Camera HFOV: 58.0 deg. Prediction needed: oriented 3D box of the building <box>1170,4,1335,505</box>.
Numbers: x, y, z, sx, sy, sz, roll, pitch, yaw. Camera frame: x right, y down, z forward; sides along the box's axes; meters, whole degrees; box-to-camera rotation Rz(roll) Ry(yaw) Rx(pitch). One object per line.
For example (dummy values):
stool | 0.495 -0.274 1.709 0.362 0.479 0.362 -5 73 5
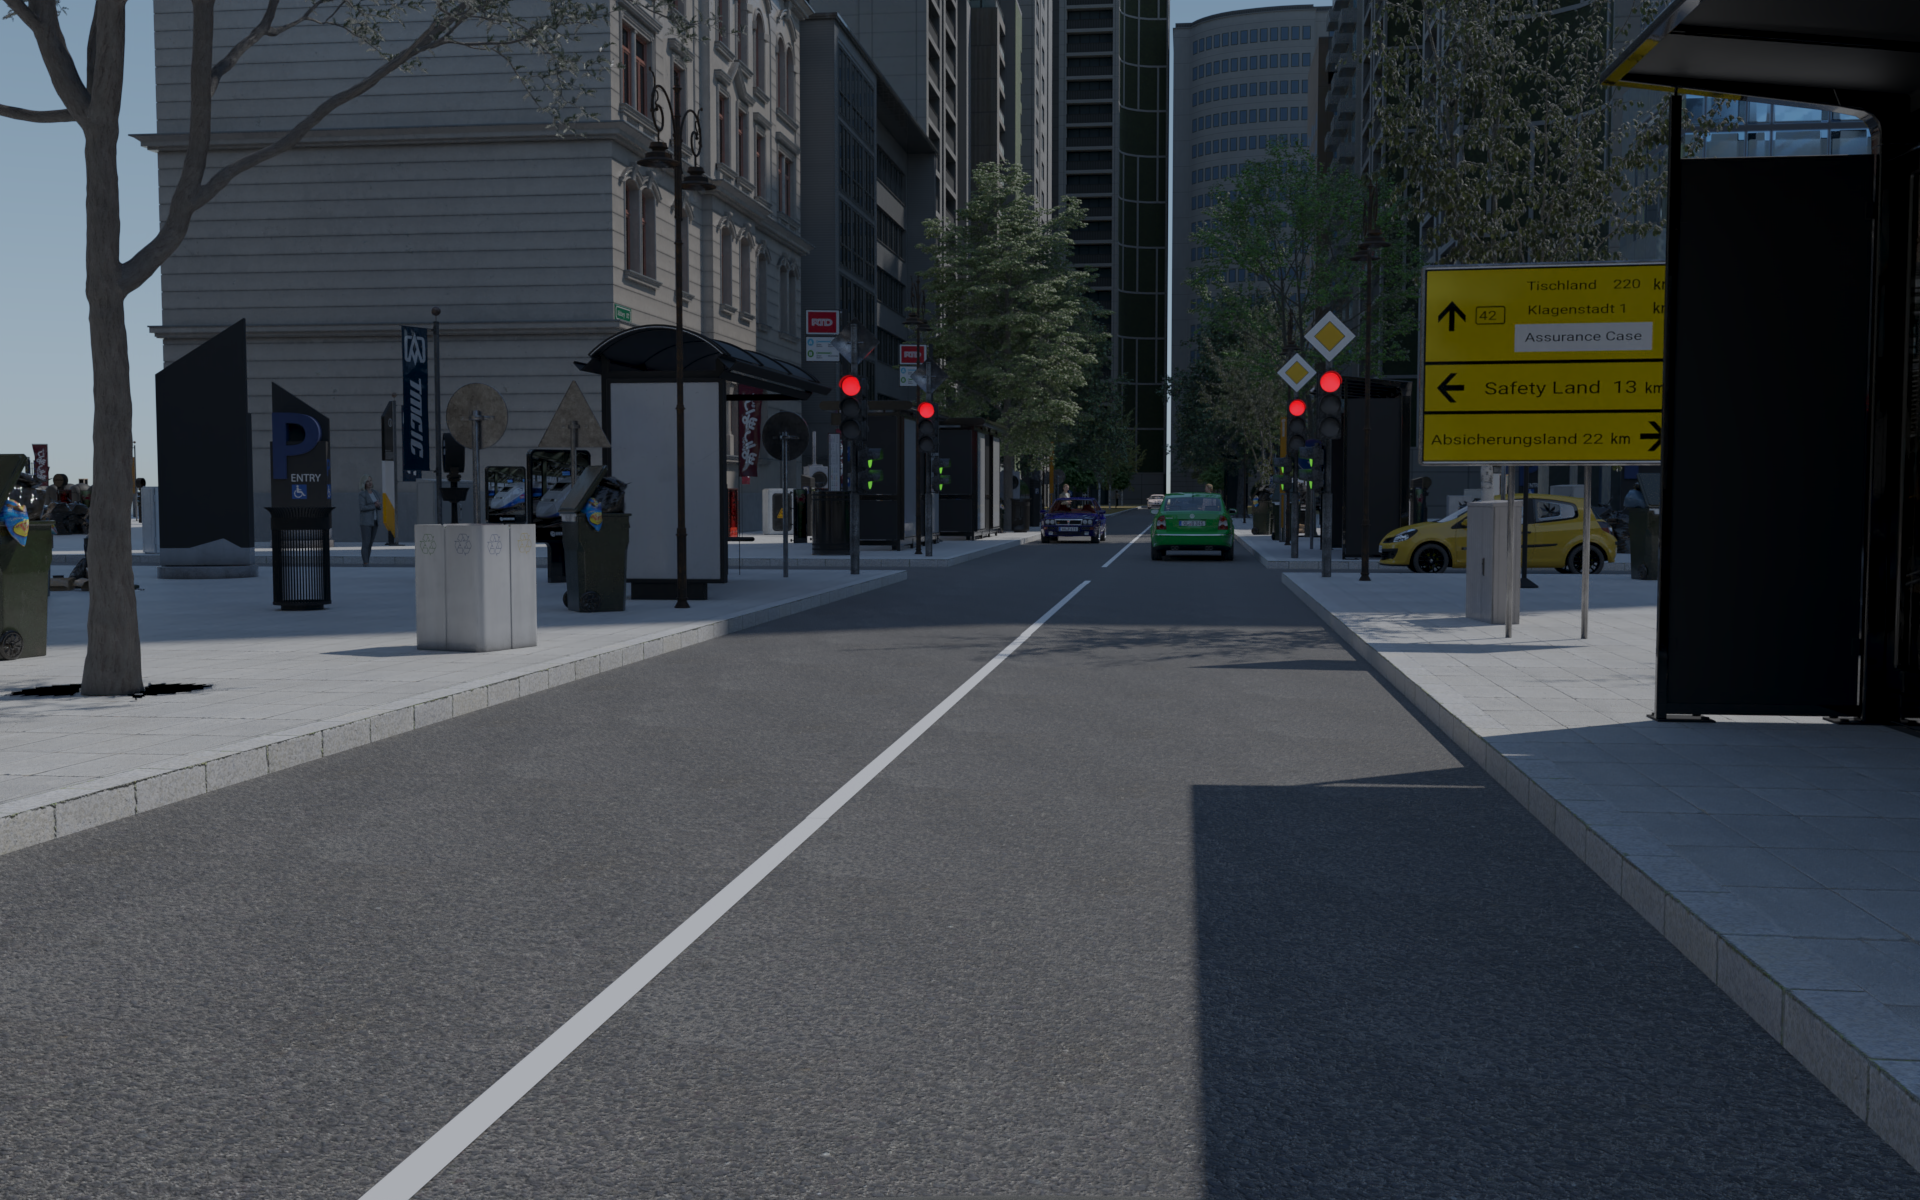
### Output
building | 39.625 -40.753 208.315 28.212 58.520 21.231 0 4 7

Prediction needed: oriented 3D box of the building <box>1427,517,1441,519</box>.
building | 34.055 -39.930 91.102 20.563 71.187 20.611 0 4 7

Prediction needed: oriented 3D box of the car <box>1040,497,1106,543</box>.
car | 3.405 -2.391 51.672 1.945 1.354 3.894 1 4 9

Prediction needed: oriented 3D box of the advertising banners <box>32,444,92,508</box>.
advertising banners | -31.168 -3.922 60.306 2.074 3.025 0.090 -1 4 -9

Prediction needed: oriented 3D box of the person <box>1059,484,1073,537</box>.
person | 3.560 -2.985 57.858 0.362 1.759 0.519 3 5 45

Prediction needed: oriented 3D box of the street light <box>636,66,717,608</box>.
street light | -3.130 -2.847 19.338 0.468 5.910 1.993 0 4 7

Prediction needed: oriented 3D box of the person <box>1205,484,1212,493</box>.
person | 7.655 -2.704 53.381 0.731 1.740 0.598 3 5 40

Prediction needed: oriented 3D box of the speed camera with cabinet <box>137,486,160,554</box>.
speed camera with cabinet | -16.698 -2.652 37.703 0.660 3.252 2.038 3 4 39

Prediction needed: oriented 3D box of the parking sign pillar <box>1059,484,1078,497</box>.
parking sign pillar | 6.190 -6.792 99.514 1.447 3.967 1.447 -3 5 -41

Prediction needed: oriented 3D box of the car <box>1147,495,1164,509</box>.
car | 19.368 -9.637 169.921 2.083 1.381 4.827 0 4 8

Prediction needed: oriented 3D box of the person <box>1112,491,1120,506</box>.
person | 17.278 -11.162 191.012 1.348 1.823 0.705 -3 5 -43

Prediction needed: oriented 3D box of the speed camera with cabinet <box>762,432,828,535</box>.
speed camera with cabinet | -5.155 -3.675 54.424 2.038 3.252 0.660 -2 4 -25

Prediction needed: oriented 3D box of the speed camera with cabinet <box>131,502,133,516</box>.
speed camera with cabinet | -49.244 -6.667 103.349 0.660 3.252 2.038 -3 4 -39

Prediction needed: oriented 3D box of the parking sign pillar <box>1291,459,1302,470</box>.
parking sign pillar | 19.823 -6.948 102.072 1.447 3.967 1.447 1 4 23

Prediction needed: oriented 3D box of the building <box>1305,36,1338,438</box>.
building | 40.778 -31.601 166.794 14.600 45.320 14.200 0 4 7

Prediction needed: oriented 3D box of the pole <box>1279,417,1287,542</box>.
pole | 8.591 -3.191 46.024 0.158 3.312 0.155 0 3 0

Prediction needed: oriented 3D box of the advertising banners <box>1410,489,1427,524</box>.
advertising banners | 10.477 -2.731 40.836 0.090 3.025 2.074 3 5 43

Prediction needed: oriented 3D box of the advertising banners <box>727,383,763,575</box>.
advertising banners | -3.922 -1.922 27.615 2.074 3.025 0.090 2 4 33

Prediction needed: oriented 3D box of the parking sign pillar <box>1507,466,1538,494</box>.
parking sign pillar | 25.405 -5.395 76.688 1.447 3.967 1.447 -3 4 -36

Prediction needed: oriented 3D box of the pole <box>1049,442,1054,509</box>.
pole | 3.569 -4.519 67.727 0.158 3.312 0.155 0 3 0

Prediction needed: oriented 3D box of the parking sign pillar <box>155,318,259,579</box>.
parking sign pillar | -11.609 -2.334 26.634 1.447 3.967 1.447 -1 4 -12

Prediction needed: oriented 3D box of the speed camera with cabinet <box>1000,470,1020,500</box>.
speed camera with cabinet | 1.290 -4.411 66.455 2.038 3.252 0.660 -2 4 -28

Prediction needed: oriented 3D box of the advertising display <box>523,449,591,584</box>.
advertising display | -5.783 -1.212 25.024 0.974 1.923 0.123 -3 5 -41

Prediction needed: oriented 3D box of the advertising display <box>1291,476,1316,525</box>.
advertising display | 12.523 -3.573 63.627 0.974 1.923 0.123 -1 4 -23

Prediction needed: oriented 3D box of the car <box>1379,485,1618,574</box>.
car | 9.421 -1.239 30.477 3.980 1.641 2.015 1 4 9

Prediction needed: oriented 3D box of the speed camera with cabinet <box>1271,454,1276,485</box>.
speed camera with cabinet | 15.041 -5.339 81.633 0.660 3.252 2.038 0 4 7

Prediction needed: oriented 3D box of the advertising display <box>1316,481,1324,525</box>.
advertising display | 15.166 -4.099 72.232 0.123 1.923 0.974 -3 5 -40

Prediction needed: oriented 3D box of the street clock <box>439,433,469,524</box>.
street clock | -5.993 -0.977 20.537 0.358 2.002 0.471 -1 4 -21

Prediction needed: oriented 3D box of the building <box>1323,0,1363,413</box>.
building | 42.130 -32.064 143.860 23.786 49.044 30.456 0 4 7

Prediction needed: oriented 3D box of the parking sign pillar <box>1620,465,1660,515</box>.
parking sign pillar | 16.252 -3.198 40.758 1.447 3.967 1.447 1 4 20

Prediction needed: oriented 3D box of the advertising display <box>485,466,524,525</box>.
advertising display | -10.446 -2.118 39.851 0.974 1.923 0.123 -3 5 -41

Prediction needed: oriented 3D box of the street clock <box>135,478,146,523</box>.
street clock | -36.199 -4.404 76.571 0.358 2.002 0.471 0 4 6

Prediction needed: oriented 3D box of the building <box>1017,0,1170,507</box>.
building | 14.920 -47.234 210.535 20.611 71.187 20.563 0 4 7

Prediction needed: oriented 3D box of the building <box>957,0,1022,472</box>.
building | -2.720 -27.852 138.973 14.154 41.232 14.086 0 4 7

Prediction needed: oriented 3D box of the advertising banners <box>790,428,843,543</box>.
advertising banners | -3.660 -3.028 45.688 0.090 3.025 2.074 3 5 45

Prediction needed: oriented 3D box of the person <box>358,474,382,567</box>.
person | -10.914 -1.436 32.168 0.526 1.800 0.537 2 4 32

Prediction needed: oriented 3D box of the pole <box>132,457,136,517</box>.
pole | -45.319 -6.187 94.996 0.158 3.312 0.155 0 3 0

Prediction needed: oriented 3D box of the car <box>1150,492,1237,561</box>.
car | 5.209 -1.827 38.675 1.959 1.807 4.718 1 4 8

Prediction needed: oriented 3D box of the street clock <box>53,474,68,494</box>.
street clock | -31.737 -3.461 61.157 0.471 2.002 0.358 1 4 15

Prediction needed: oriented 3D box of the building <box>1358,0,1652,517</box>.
building | 36.670 -41.587 118.195 20.563 71.187 20.611 0 4 7

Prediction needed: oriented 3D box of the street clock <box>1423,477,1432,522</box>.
street clock | 19.277 -4.111 71.784 0.471 2.002 0.358 0 4 0

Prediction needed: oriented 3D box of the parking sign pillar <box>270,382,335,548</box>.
parking sign pillar | -15.806 -3.245 41.521 1.447 3.967 1.447 0 4 -6

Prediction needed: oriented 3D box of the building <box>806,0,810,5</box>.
building | -8.718 -41.781 121.379 20.563 71.187 20.611 0 4 7

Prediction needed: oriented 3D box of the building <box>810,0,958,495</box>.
building | -1.980 -44.673 168.647 20.611 71.187 20.563 0 4 7

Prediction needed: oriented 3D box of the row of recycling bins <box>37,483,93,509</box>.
row of recycling bins | -33.739 -3.613 66.193 3.534 1.692 1.069 2 4 31
